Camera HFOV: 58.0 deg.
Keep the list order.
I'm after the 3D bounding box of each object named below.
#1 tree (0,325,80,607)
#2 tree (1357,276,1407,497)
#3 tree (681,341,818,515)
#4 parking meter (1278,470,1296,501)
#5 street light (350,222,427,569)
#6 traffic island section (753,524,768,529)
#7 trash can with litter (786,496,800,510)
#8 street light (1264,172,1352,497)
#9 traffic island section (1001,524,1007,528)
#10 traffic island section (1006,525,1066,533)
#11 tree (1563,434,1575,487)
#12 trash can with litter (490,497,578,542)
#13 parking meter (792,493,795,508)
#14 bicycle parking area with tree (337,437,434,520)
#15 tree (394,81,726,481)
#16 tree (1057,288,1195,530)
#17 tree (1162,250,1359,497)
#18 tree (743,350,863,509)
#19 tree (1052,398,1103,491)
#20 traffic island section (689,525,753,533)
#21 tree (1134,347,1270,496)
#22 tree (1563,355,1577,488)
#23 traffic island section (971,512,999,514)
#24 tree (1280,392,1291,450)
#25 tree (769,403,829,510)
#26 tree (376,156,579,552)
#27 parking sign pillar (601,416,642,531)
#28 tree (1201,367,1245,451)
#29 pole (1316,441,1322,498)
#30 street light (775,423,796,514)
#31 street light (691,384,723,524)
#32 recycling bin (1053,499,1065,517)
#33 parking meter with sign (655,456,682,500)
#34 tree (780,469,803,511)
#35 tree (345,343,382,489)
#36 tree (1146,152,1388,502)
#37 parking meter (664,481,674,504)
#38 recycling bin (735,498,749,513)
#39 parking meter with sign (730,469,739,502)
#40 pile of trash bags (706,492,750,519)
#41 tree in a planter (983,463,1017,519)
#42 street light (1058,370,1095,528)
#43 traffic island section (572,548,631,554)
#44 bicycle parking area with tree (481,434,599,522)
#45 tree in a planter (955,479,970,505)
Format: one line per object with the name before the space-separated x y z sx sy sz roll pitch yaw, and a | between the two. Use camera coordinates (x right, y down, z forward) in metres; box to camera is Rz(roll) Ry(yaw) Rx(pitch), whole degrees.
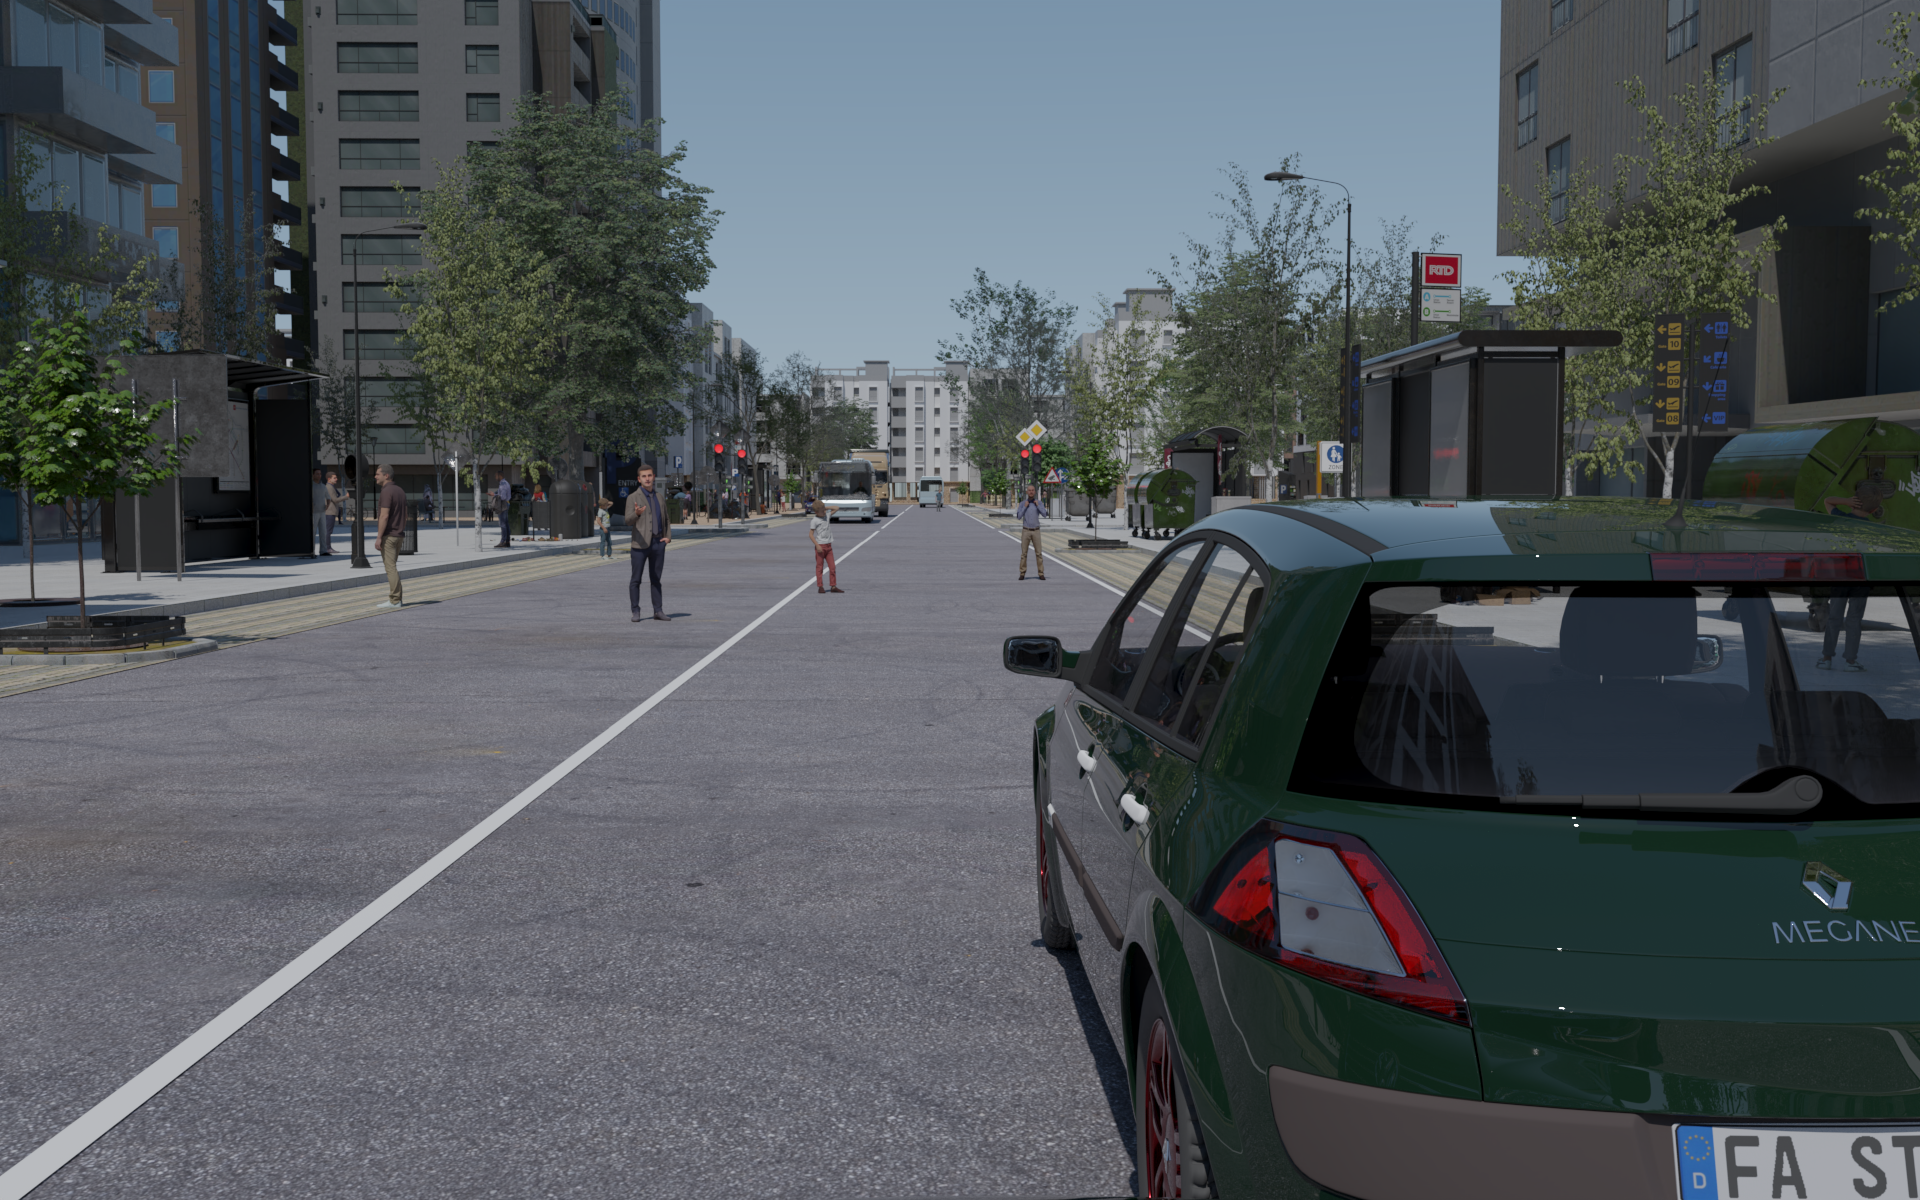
tree | -10.844 -1.548 19.909 1.663 3.219 1.824 0 3 0
tree | 23.609 -10.273 86.092 7.486 12.596 7.792 0 3 0
tree | -12.413 -10.444 105.176 8.767 10.594 7.601 -3 5 -40
parking meter | 8.083 -2.268 42.791 0.255 1.863 0.399 -3 4 -36
street light | -9.805 -3.500 29.759 1.470 5.913 1.316 0 4 -1
traffic island section | -9.200 -3.118 73.252 2.009 0.180 2.903 0 4 -1
trash can with litter | -14.002 -8.043 142.561 1.678 1.210 2.233 1 4 10
street light | 5.078 -3.217 25.138 1.470 5.913 1.316 0 4 -1
traffic island section | 2.759 -3.131 73.472 2.009 0.180 2.903 0 4 -1
traffic island section | 2.909 -2.643 65.488 2.009 0.180 2.903 0 4 -1
tree | 50.467 -10.250 130.490 20.602 7.101 11.467 0 4 1
trash can with litter | -11.706 -2.212 47.229 2.233 1.210 1.678 1 4 15
parking meter | -14.108 -8.406 145.845 0.372 1.533 0.369 0 3 0
bicycle parking area with tree | -32.023 -6.169 87.861 8.231 4.147 9.016 2 4 32
tree | -11.973 -8.963 53.199 9.857 13.997 8.962 0 3 0
tree | 5.650 -6.781 61.234 4.737 8.622 4.395 0 3 0
tree | 12.936 -9.961 80.993 7.486 12.596 7.792 0 3 0
tree | -13.482 -14.509 147.586 12.009 13.543 11.850 0 3 0
tree | 8.605 -10.821 127.279 4.360 8.622 3.978 0 3 0
traffic island section | -9.050 -2.629 65.268 2.009 0.180 2.903 0 4 -1
tree | 15.903 -12.078 123.236 9.928 11.665 9.643 0 3 0
tree | 31.686 -8.577 90.591 4.360 8.622 3.978 0 3 0
traffic island section | 1.774 -6.281 125.559 1.991 0.108 1.994 0 4 -1
tree | 23.630 -13.274 142.791 9.928 11.665 9.643 0 3 0
tree | -13.179 -11.392 136.620 4.360 8.622 3.978 0 3 0
tree | -10.552 -5.352 37.869 4.737 8.622 4.395 0 3 0
parking sign pillar | -11.747 -4.383 60.134 1.447 3.967 1.447 -2 4 -27
tree | 13.090 -8.647 91.742 4.737 8.622 4.395 0 3 0
pole | 13.806 -4.453 66.643 0.158 3.312 0.155 0 3 0
street light | -11.447 -8.613 113.369 1.470 5.913 1.316 0 4 -1
street light | -10.689 -6.147 73.047 1.470 5.913 1.316 0 4 -1
recycling bin | 5.561 -5.257 98.502 0.722 1.027 0.722 1 4 12
parking meter with sign | -13.662 -5.111 79.833 1.738 3.016 0.543 2 4 28
tree | -12.855 -8.439 132.586 1.663 3.219 1.824 0 3 0
tree | -28.309 -7.885 79.276 4.360 8.622 3.978 0 3 0
tree | 6.390 -5.297 36.962 4.360 8.622 3.978 0 3 0
parking meter | -12.829 -4.327 76.462 0.399 1.863 0.255 0 4 3
recycling bin | -14.499 -6.280 115.231 0.722 1.027 0.722 1 4 8
parking meter with sign | -15.334 -7.414 117.486 0.543 3.016 1.738 0 4 -1
pile of trash bags | -11.846 -4.939 90.505 1.912 1.369 3.447 1 4 15
tree in a planter | 2.287 -6.166 98.036 1.991 3.239 1.994 0 4 -1
street light | 4.363 -5.658 65.046 1.470 5.913 1.316 0 4 -1
traffic island section | -8.291 -1.189 42.312 1.991 0.108 1.994 0 4 -1
bicycle parking area with tree | -19.464 -5.927 83.903 8.231 4.147 9.016 0 4 -6
tree in a planter | 0.324 -12.571 202.757 1.991 3.239 1.994 0 4 -1
